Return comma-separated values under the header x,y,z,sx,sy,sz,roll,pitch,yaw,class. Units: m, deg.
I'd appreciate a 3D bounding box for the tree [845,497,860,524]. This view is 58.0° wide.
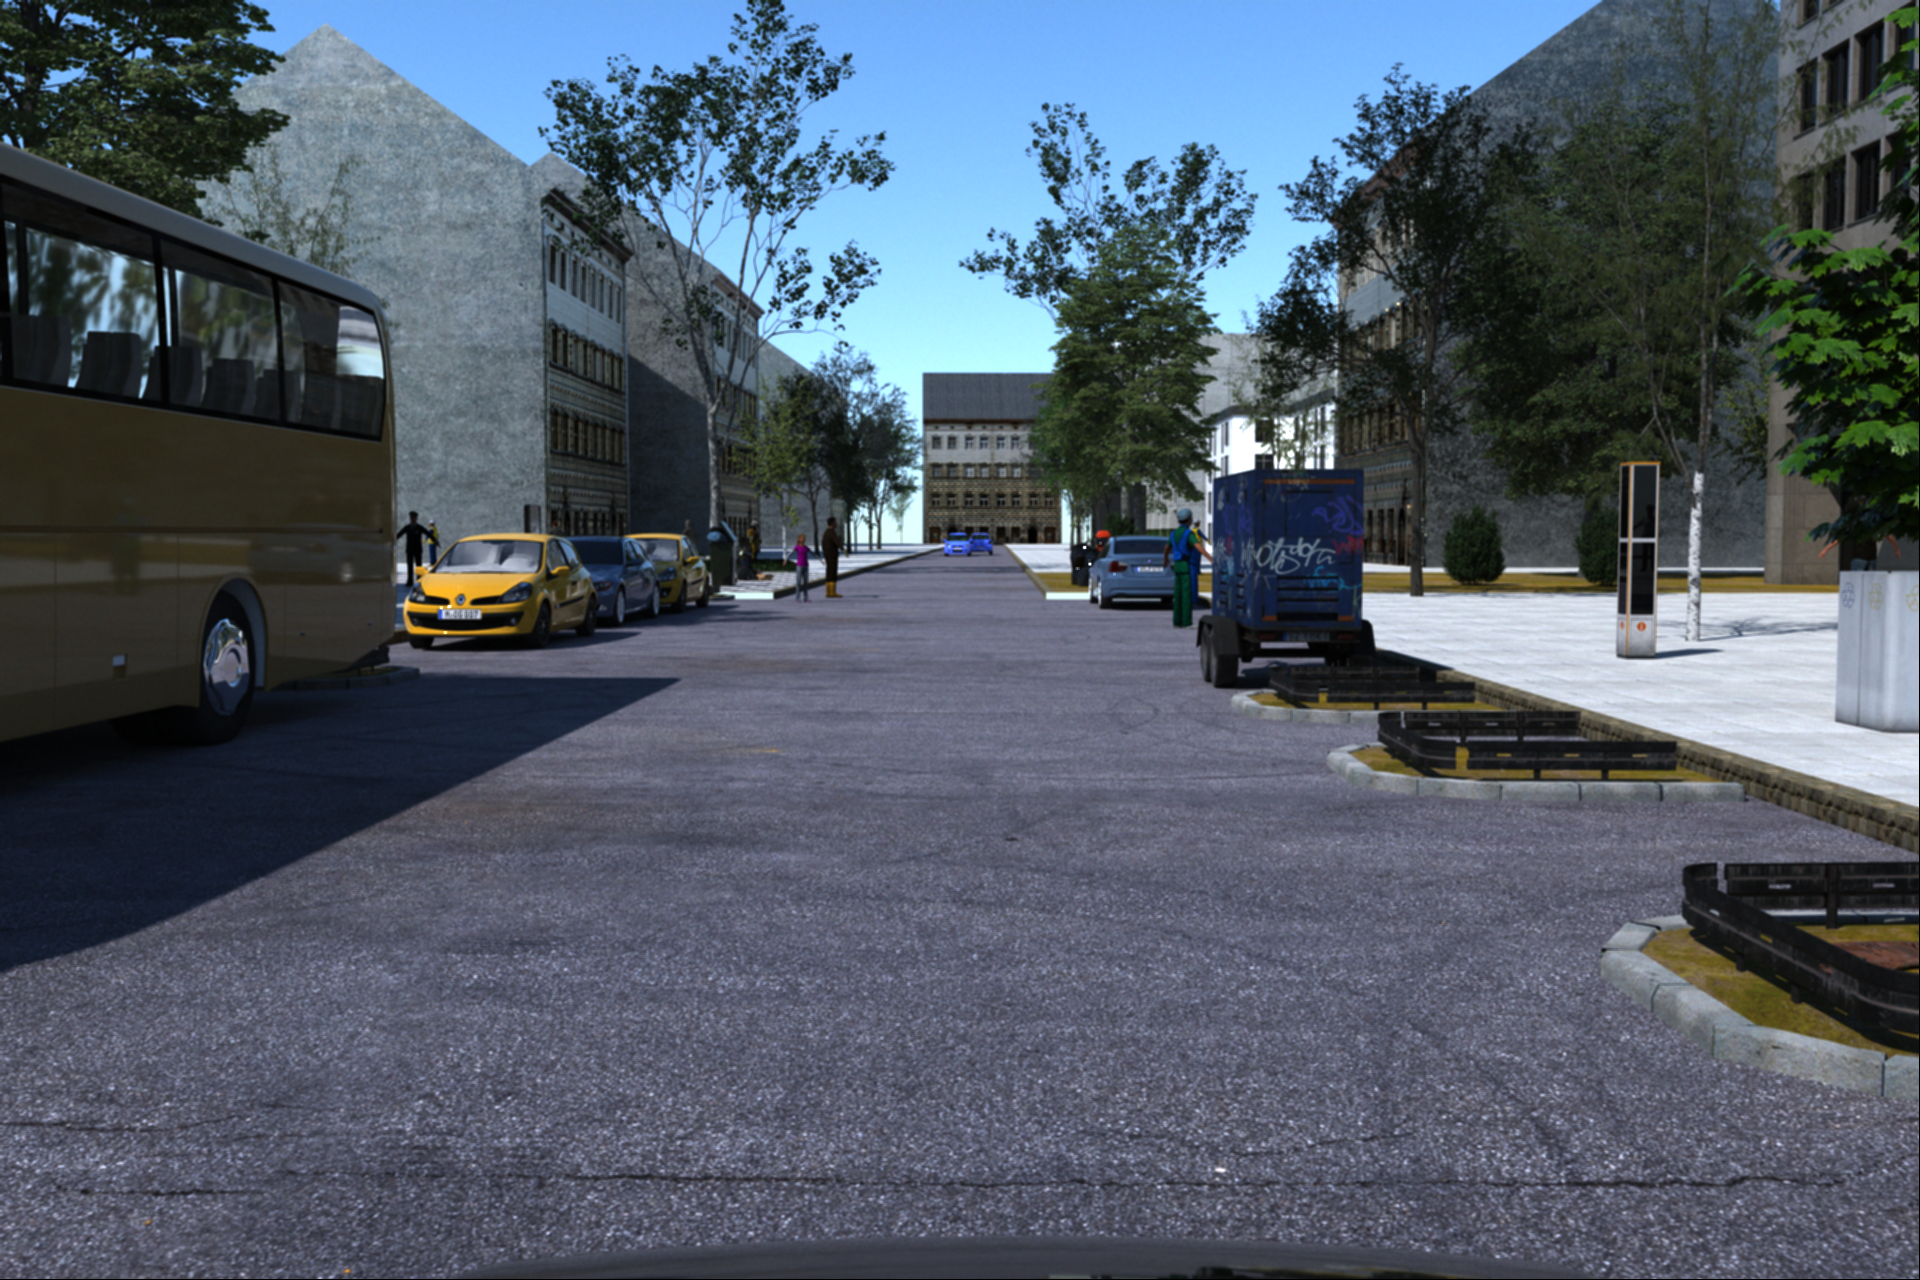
x,y,z,sx,sy,sz,roll,pitch,yaw,class
-16.570,-19.220,232.373,7.486,12.596,7.792,0,3,0,tree

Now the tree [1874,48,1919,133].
x,y,z,sx,sy,sz,roll,pitch,yaw,class
9.469,-5.279,12.072,9.928,11.665,9.643,0,3,0,tree

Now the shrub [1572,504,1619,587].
x,y,z,sx,sy,sz,roll,pitch,yaw,class
15.804,-2.309,42.175,1.690,2.028,1.600,0,3,0,shrub

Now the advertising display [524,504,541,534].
x,y,z,sx,sy,sz,roll,pitch,yaw,class
-9.378,-2.008,38.050,0.123,1.923,0.974,0,4,1,advertising display

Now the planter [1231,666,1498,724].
x,y,z,sx,sy,sz,roll,pitch,yaw,class
3.251,0.432,14.072,1.991,0.319,1.994,0,4,0,planter

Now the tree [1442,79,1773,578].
x,y,z,sx,sy,sz,roll,pitch,yaw,class
18.476,-8.799,50.523,9.857,13.997,8.962,0,3,0,tree

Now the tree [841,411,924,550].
x,y,z,sx,sy,sz,roll,pitch,yaw,class
-6.801,-13.336,143.801,9.928,11.665,9.643,0,3,0,tree

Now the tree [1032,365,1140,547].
x,y,z,sx,sy,sz,roll,pitch,yaw,class
8.024,-10.958,104.916,9.928,11.665,9.643,0,3,0,tree

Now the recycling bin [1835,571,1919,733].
x,y,z,sx,sy,sz,roll,pitch,yaw,class
6.337,0.065,11.490,0.722,1.027,0.722,0,4,1,recycling bin

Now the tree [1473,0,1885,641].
x,y,z,sx,sy,sz,roll,pitch,yaw,class
8.909,-4.278,20.308,4.360,8.622,3.978,0,3,0,tree

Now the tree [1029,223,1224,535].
x,y,z,sx,sy,sz,roll,pitch,yaw,class
6.244,-8.921,63.983,7.486,12.596,7.792,0,3,0,tree

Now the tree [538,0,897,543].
x,y,z,sx,sy,sz,roll,pitch,yaw,class
-8.134,-12.389,58.449,12.611,20.169,13.585,0,3,0,tree

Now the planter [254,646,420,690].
x,y,z,sx,sy,sz,roll,pitch,yaw,class
-6.408,0.262,16.857,1.991,0.319,1.994,0,4,1,planter

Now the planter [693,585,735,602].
x,y,z,sx,sy,sz,roll,pitch,yaw,class
-5.972,-1.016,37.745,1.991,0.319,1.994,0,4,2,planter

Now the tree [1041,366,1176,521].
x,y,z,sx,sy,sz,roll,pitch,yaw,class
8.133,-9.673,92.564,8.767,10.594,7.601,2,4,32,tree

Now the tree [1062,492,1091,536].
x,y,z,sx,sy,sz,roll,pitch,yaw,class
16.215,-17.047,229.077,4.360,8.622,3.978,0,3,0,tree

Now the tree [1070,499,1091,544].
x,y,z,sx,sy,sz,roll,pitch,yaw,class
17.082,-17.371,234.372,4.737,8.622,4.395,0,3,0,tree

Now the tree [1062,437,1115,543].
x,y,z,sx,sy,sz,roll,pitch,yaw,class
8.297,-10.056,114.770,4.737,8.622,4.395,0,3,0,tree

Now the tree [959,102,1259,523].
x,y,z,sx,sy,sz,roll,pitch,yaw,class
6.023,-13.585,78.010,12.611,20.169,13.585,0,3,0,tree

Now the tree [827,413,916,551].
x,y,z,sx,sy,sz,roll,pitch,yaw,class
-7.189,-12.236,134.467,8.767,10.594,7.601,3,4,38,tree

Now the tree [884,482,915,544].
x,y,z,sx,sy,sz,roll,pitch,yaw,class
-7.625,-17.245,232.320,4.360,8.622,3.978,0,3,0,tree

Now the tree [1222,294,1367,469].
x,y,z,sx,sy,sz,roll,pitch,yaw,class
9.723,-6.321,53.707,4.360,8.622,3.978,0,3,0,tree

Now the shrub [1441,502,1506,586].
x,y,z,sx,sy,sz,roll,pitch,yaw,class
12.807,-2.390,43.122,1.661,2.075,1.752,0,3,0,shrub

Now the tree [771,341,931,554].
x,y,z,sx,sy,sz,roll,pitch,yaw,class
-7.089,-12.203,109.889,12.009,13.543,11.850,0,3,0,tree

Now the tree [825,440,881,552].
x,y,z,sx,sy,sz,roll,pitch,yaw,class
-7.273,-10.392,120.267,4.737,8.622,4.395,0,3,0,tree

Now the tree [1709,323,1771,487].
x,y,z,sx,sy,sz,roll,pitch,yaw,class
26.758,-6.508,56.768,4.737,8.622,4.395,0,3,0,tree

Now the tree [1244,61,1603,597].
x,y,z,sx,sy,sz,roll,pitch,yaw,class
9.093,-6.166,35.220,7.601,10.594,8.767,-2,4,-27,tree

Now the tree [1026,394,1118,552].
x,y,z,sx,sy,sz,roll,pitch,yaw,class
8.352,-12.077,123.208,9.928,11.665,9.643,0,3,0,tree

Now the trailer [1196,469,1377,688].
x,y,z,sx,sy,sz,roll,pitch,yaw,class
3.079,-0.619,17.167,1.471,1.999,3.904,0,4,0,trailer

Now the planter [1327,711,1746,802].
x,y,z,sx,sy,sz,roll,pitch,yaw,class
3.246,0.664,10.289,1.991,0.319,1.994,0,4,2,planter

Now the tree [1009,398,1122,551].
x,y,z,sx,sy,sz,roll,pitch,yaw,class
8.802,-13.707,134.476,12.009,13.543,11.850,0,3,0,tree

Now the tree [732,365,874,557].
x,y,z,sx,sy,sz,roll,pitch,yaw,class
-8.147,-9.860,95.628,7.601,10.594,8.767,2,4,31,tree

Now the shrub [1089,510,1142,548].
x,y,z,sx,sy,sz,roll,pitch,yaw,class
4.961,-3.108,54.863,1.661,2.075,1.752,0,3,0,shrub

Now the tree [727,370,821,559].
x,y,z,sx,sy,sz,roll,pitch,yaw,class
-7.991,-7.751,77.093,4.737,8.622,4.395,0,3,0,tree
